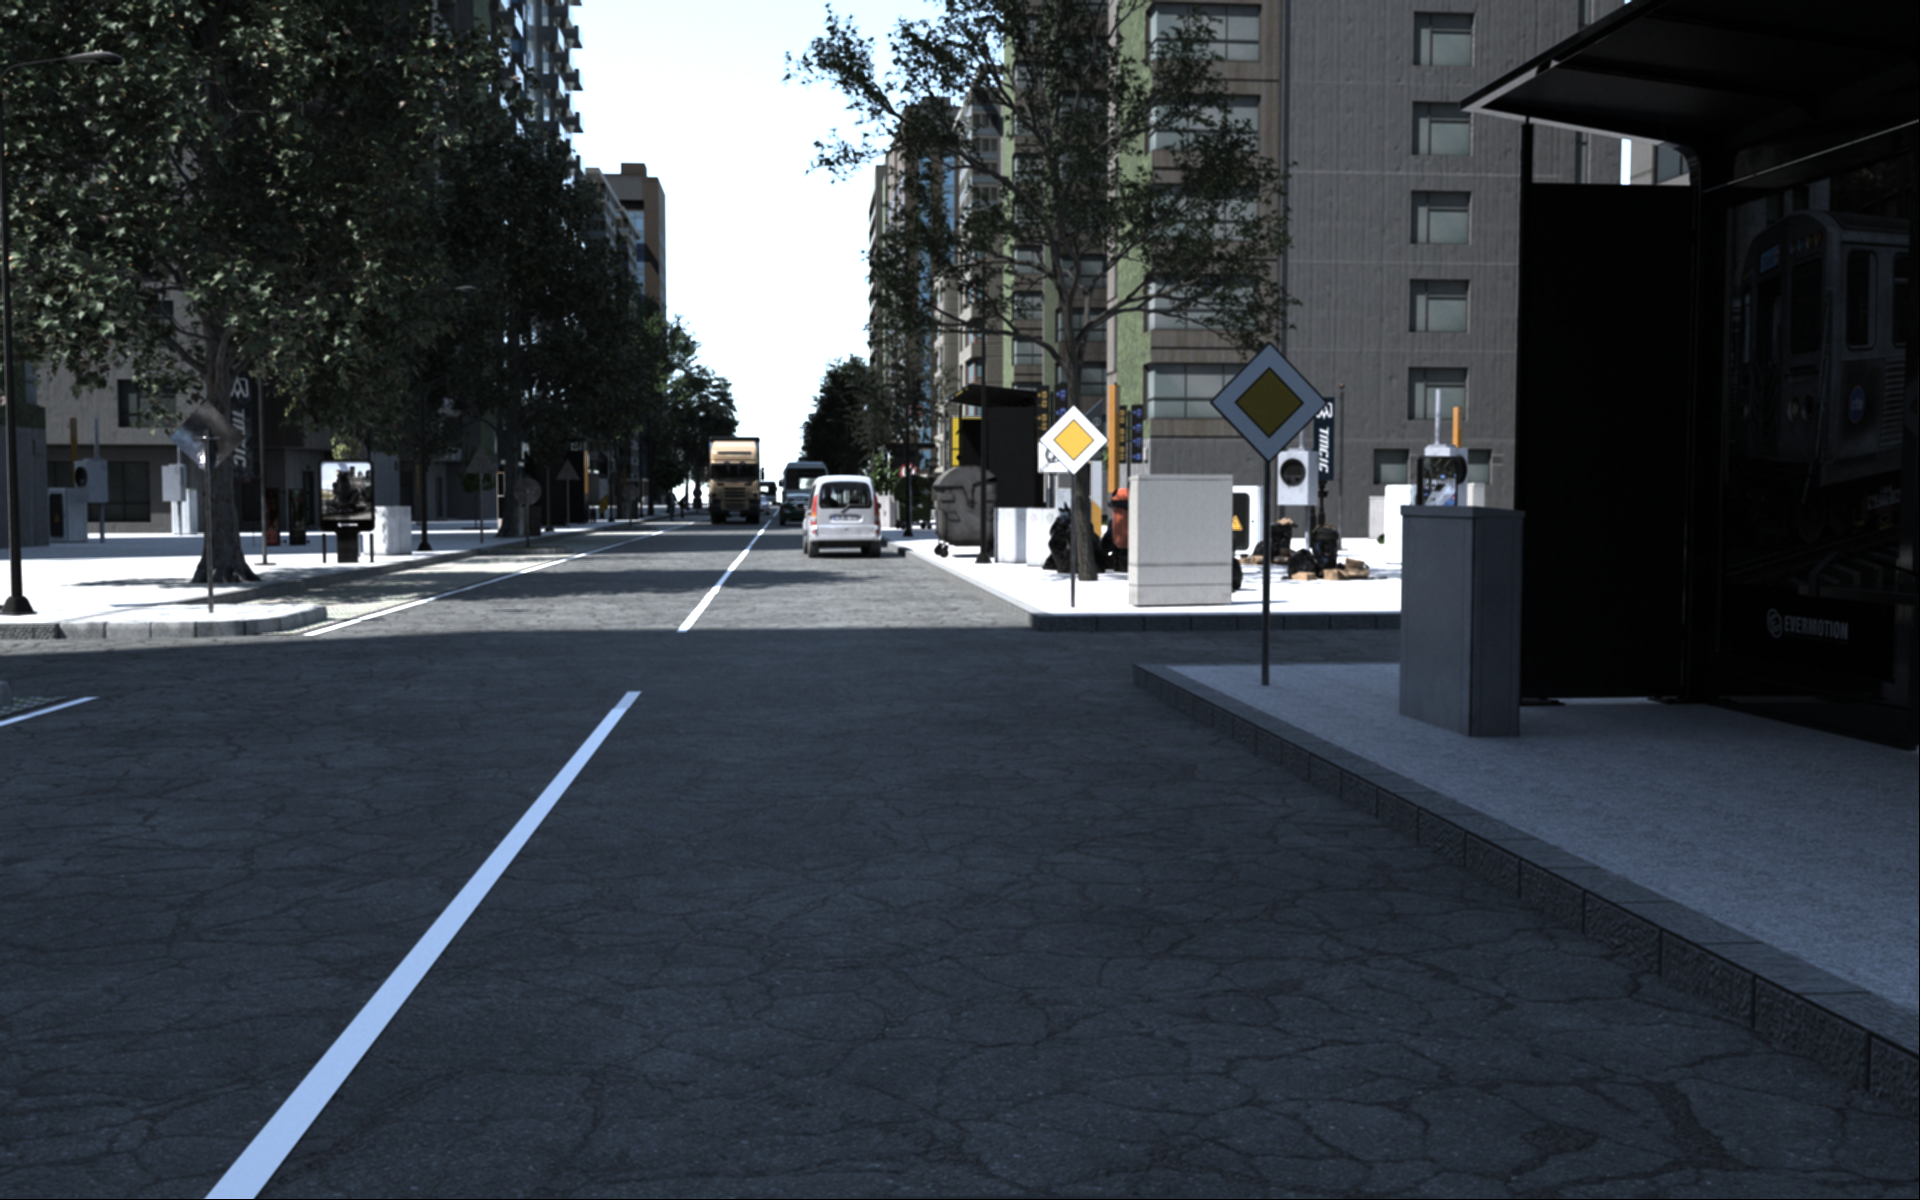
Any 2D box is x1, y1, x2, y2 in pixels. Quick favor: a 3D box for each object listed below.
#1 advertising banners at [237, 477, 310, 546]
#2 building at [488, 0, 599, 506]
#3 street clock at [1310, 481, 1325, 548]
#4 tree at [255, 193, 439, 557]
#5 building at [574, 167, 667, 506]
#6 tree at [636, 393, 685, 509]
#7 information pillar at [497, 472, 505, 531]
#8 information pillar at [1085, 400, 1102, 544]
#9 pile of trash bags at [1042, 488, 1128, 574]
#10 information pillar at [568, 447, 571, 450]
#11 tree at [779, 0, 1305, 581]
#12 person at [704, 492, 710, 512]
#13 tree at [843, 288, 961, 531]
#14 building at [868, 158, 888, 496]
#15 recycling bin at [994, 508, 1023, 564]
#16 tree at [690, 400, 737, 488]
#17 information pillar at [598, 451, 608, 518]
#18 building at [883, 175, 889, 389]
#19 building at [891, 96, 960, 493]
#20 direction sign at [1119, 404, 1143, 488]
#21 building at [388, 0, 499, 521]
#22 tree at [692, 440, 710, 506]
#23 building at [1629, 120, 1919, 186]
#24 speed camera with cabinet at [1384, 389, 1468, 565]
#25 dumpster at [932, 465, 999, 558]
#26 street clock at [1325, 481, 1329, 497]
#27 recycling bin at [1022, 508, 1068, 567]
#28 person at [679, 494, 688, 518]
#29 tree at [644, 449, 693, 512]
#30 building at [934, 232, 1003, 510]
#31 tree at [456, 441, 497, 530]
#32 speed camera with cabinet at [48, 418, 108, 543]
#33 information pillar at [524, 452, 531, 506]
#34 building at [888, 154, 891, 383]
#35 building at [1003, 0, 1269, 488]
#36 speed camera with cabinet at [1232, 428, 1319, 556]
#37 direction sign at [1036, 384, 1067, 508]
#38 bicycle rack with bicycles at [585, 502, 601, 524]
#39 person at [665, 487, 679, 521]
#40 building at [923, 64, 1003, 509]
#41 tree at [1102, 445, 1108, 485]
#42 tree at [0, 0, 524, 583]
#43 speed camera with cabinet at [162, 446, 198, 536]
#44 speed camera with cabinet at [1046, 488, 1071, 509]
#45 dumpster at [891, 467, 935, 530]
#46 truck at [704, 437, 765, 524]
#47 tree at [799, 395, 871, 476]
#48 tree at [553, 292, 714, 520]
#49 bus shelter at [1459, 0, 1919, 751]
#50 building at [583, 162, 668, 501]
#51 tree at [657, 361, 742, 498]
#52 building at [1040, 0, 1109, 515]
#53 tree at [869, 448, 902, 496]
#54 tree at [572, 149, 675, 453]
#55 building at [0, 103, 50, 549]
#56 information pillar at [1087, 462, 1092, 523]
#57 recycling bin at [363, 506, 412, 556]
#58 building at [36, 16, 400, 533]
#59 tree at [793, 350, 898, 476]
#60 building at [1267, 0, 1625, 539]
[{"bbox_3d":[-17.028,-2.850,42.793,0.090,3.025,2.074,2,4,34],"label":"advertising banners"},{"bbox_3d":[-41.674,-31.596,136.200,23.786,49.044,30.456,0,4,-6],"label":"building"},{"bbox_3d":[8.361,-2.232,41.057,0.358,2.002,0.471,0,4,4],"label":"street clock"},{"bbox_3d":[-12.513,-5.174,34.956,4.737,8.622,4.395,0,3,0],"label":"tree"},{"bbox_3d":[-53.547,-32.169,217.849,32.217,40.220,23.993,0,4,-6],"label":"building"},{"bbox_3d":[-23.773,-13.184,149.970,8.767,10.594,7.601,-1,4,-19],"label":"tree"},{"bbox_3d":[-15.410,-3.300,58.441,0.304,2.012,0.304,1,4,14],"label":"information pillar"},{"bbox_3d":[3.303,-3.155,42.944,0.504,3.616,0.183,-1,4,-19],"label":"information pillar"},{"bbox_3d":[2.455,-1.129,28.209,1.912,1.369,3.447,0,4,-5],"label":"pile of trash bags"},{"bbox_3d":[-18.681,-5.559,82.252,0.504,3.616,0.183,-1,4,-17],"label":"information pillar"},{"bbox_3d":[1.581,-5.566,25.424,7.601,10.594,8.767,1,4,23],"label":"tree"},{"bbox_3d":[-20.017,-7.952,139.224,1.217,1.735,0.721,-1,4,-21],"label":"person"},{"bbox_3d":[-1.777,-6.623,58.641,4.360,8.622,3.978,0,3,0],"label":"tree"},{"bbox_3d":[-1.652,-37.874,242.935,21.300,48.544,21.600,0,4,-6],"label":"building"},{"bbox_3d":[1.112,-1.198,32.143,0.722,1.027,0.722,-2,4,-31],"label":"recycling bin"},{"bbox_3d":[-29.717,-17.690,207.351,7.486,12.596,7.792,0,3,0],"label":"tree"},{"bbox_3d":[-18.853,-6.124,91.482,0.504,3.616,0.183,-2,4,-35],"label":"information pillar"},{"bbox_3d":[-3.050,-33.111,224.956,14.154,41.232,14.086,0,4,-6],"label":"building"},{"bbox_3d":[0.190,-33.405,196.282,14.600,45.320,14.200,0,4,-6],"label":"building"},{"bbox_3d":[4.295,-3.187,44.113,0.876,3.537,0.379,3,5,45],"label":"direction sign"},{"bbox_3d":[-30.774,-24.437,83.144,14.154,41.232,14.086,0,4,-6],"label":"building"},{"bbox_3d":[-26.762,-14.271,183.698,4.360,8.622,3.978,0,3,0],"label":"tree"},{"bbox_3d":[30.215,-36.725,38.711,20.611,71.187,20.563,0,4,-6],"label":"building"},{"bbox_3d":[8.635,-2.304,32.000,0.660,3.252,2.038,3,5,45],"label":"speed camera with cabinet"},{"bbox_3d":[0.120,-1.823,35.569,1.264,1.857,1.865,0,4,-5],"label":"dumpster"},{"bbox_3d":[9.377,-2.467,44.899,0.358,2.002,0.471,0,4,5],"label":"street clock"},{"bbox_3d":[1.647,-1.098,30.507,0.722,1.027,0.722,3,4,36],"label":"recycling bin"},{"bbox_3d":[-16.784,-5.714,105.161,0.421,1.427,0.697,2,4,34],"label":"person"},{"bbox_3d":[-21.307,-8.720,126.278,4.285,4.588,4.351,0,3,0],"label":"tree"},{"bbox_3d":[13.089,-17.188,126.064,27.650,21.520,28.899,0,4,-6],"label":"building"},{"bbox_3d":[-17.589,-4.155,62.532,1.663,3.219,1.824,0,3,0],"label":"tree"},{"bbox_3d":[-23.218,-3.132,45.540,2.038,3.252,0.660,2,4,35],"label":"speed camera with cabinet"},{"bbox_3d":[-23.205,-6.223,93.095,0.504,3.616,0.183,1,4,21],"label":"information pillar"},{"bbox_3d":[-1.385,-34.267,210.369,14.600,45.320,14.200,0,4,-6],"label":"building"},{"bbox_3d":[9.344,-25.670,103.303,14.154,41.232,14.086,0,4,-6],"label":"building"},{"bbox_3d":[6.300,-2.524,35.601,2.038,3.252,0.660,2,4,34],"label":"speed camera with cabinet"},{"bbox_3d":[1.906,-2.695,36.055,0.379,3.537,0.876,-3,5,-42],"label":"direction sign"},{"bbox_3d":[-17.035,-3.860,76.499,2.852,0.926,2.925,0,4,3],"label":"bicycle rack with bicycles"},{"bbox_3d":[-15.074,-4.993,90.483,0.721,1.781,0.623,3,4,36],"label":"person"},{"bbox_3d":[12.731,-28.151,152.155,32.217,40.220,23.993,0,4,-6],"label":"building"},{"bbox_3d":[7.854,-5.810,78.713,4.285,4.588,4.351,0,3,0],"label":"tree"},{"bbox_3d":[-10.809,-6.601,24.939,9.611,12.733,9.660,0,3,0],"label":"tree"},{"bbox_3d":[-24.441,-3.663,54.229,0.660,3.252,2.038,-1,4,-11],"label":"speed camera with cabinet"},{"bbox_3d":[2.498,-3.322,48.657,2.038,3.252,0.660,-1,4,-22],"label":"speed camera with cabinet"},{"bbox_3d":[-1.709,-3.702,63.025,1.502,2.255,1.985,0,4,-5],"label":"dumpster"},{"bbox_3d":[-11.270,-5.992,86.876,2.839,4.237,11.283,0,4,-7],"label":"truck"},{"bbox_3d":[-11.447,-15.090,164.848,7.486,12.596,7.792,0,3,0],"label":"tree"},{"bbox_3d":[-16.968,-9.839,86.617,9.928,11.665,9.643,0,3,0],"label":"tree"},{"bbox_3d":[4.141,-0.992,7.503,1.731,3.624,6.357,0,4,-6],"label":"bus shelter"},{"bbox_3d":[-47.617,-35.921,237.420,14.600,45.320,14.200,0,4,-6],"label":"building"},{"bbox_3d":[-25.415,-15.961,167.612,9.857,13.997,8.962,0,3,0],"label":"tree"},{"bbox_3d":[10.974,-19.391,88.744,14.160,30.474,14.107,0,4,-6],"label":"building"},{"bbox_3d":[-3.173,-4.546,68.928,1.663,3.219,1.824,0,3,0],"label":"tree"},{"bbox_3d":[-13.280,-8.218,51.379,9.611,12.733,9.660,0,3,0],"label":"tree"},{"bbox_3d":[-28.960,-21.451,34.326,14.154,41.232,14.086,0,4,-6],"label":"building"},{"bbox_3d":[2.852,-2.158,39.771,0.304,2.012,0.304,0,4,-5],"label":"information pillar"},{"bbox_3d":[-12.017,-1.455,36.339,0.722,1.027,0.722,2,4,27],"label":"recycling bin"},{"bbox_3d":[-28.908,-17.724,61.494,14.160,30.474,14.107,0,4,-6],"label":"building"},{"bbox_3d":[-8.793,-13.535,138.308,9.611,12.733,9.660,0,3,0],"label":"tree"},{"bbox_3d":[11.747,-22.763,55.778,14.154,41.232,14.086,0,4,-6],"label":"building"}]
